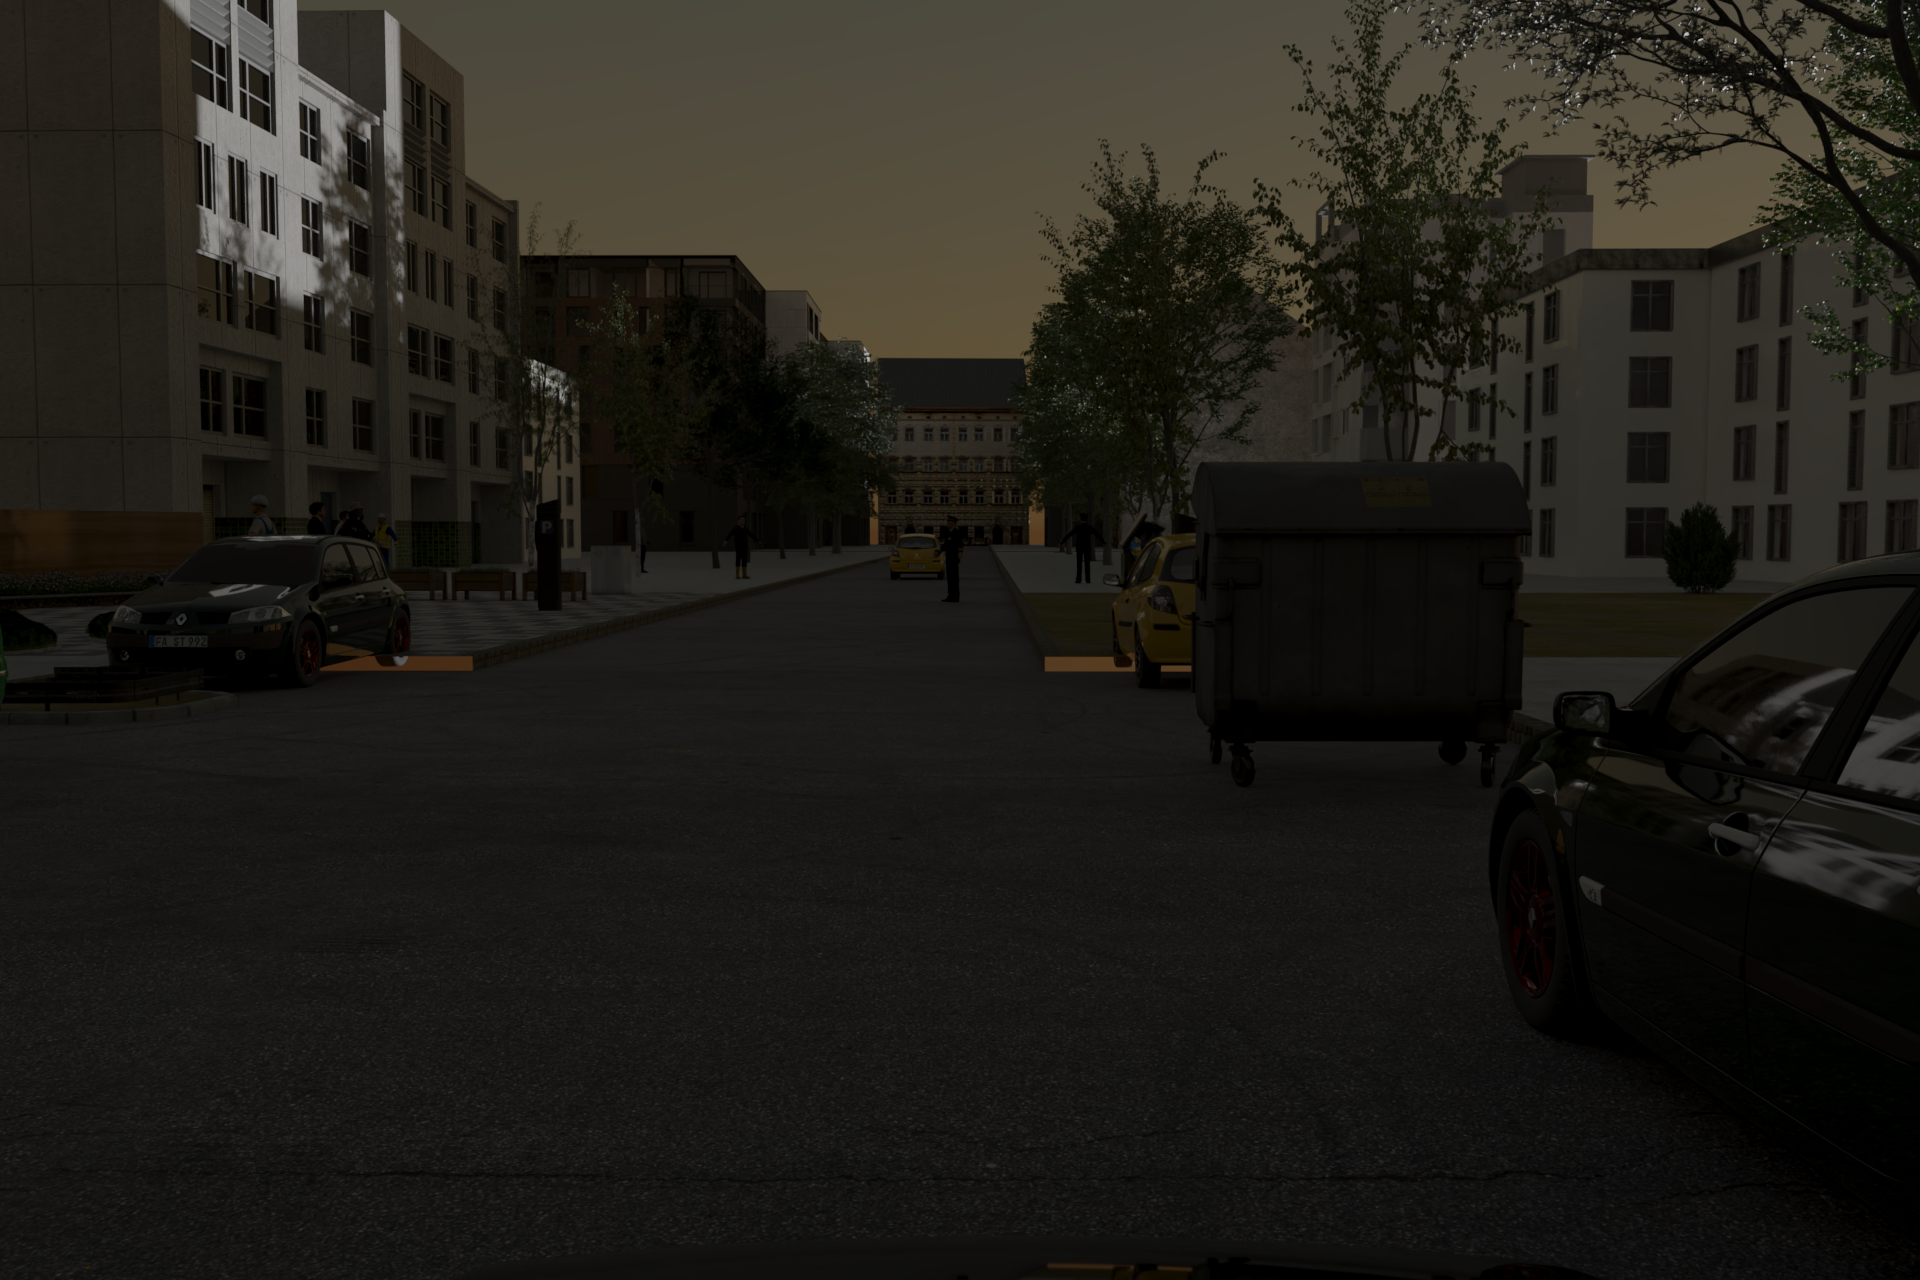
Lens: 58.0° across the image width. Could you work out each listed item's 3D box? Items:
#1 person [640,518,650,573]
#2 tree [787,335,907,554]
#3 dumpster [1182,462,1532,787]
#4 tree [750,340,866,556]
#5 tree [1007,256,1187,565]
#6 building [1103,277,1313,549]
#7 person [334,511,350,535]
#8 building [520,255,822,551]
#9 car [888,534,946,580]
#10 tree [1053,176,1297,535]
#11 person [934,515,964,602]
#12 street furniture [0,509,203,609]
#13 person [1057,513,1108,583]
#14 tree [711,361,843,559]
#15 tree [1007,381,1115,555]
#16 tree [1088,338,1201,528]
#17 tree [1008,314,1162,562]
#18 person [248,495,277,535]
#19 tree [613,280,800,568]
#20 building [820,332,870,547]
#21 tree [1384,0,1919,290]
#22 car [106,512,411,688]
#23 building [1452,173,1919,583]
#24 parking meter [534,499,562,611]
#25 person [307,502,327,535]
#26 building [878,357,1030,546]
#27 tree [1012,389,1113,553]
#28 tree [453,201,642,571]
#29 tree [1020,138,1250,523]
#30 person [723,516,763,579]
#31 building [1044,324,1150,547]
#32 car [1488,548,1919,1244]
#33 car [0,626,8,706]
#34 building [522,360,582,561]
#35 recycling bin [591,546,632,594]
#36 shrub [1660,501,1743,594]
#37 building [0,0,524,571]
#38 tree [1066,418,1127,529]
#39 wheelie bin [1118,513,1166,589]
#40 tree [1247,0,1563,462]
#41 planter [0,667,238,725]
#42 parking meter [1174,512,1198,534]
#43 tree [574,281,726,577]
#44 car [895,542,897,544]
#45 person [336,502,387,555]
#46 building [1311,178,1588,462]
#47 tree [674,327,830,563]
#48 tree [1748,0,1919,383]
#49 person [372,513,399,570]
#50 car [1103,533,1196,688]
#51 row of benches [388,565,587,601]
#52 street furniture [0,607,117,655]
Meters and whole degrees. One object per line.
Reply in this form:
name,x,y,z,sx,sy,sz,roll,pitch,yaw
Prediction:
person,-10.462,-3.122,57.174,0.705,1.813,1.348,-1,4,-20
tree,-8.049,-12.626,113.087,9.857,13.997,8.962,0,3,0
dumpster,2.306,-0.126,10.279,1.865,1.857,1.264,0,4,1
tree,-9.058,-11.219,101.559,7.486,12.596,7.792,0,3,0
tree,5.649,-9.318,70.480,7.486,12.596,7.792,0,3,0
building,22.979,-19.878,155.934,19.493,23.208,18.063,0,4,0
person,-13.851,-2.014,39.121,0.705,1.806,1.347,0,4,5
building,-26.775,-18.312,143.378,27.936,21.610,32.646,0,4,0
car,-1.336,-2.779,55.660,2.015,1.641,3.980,0,4,0
tree,6.279,-7.671,51.181,9.928,11.665,9.643,0,3,0
person,-0.184,-1.721,36.526,0.705,1.837,1.347,-2,4,-23
street furniture,-18.032,-1.529,31.856,11.010,1.723,9.812,1,4,22
person,3.207,-2.393,45.056,1.347,1.837,0.705,0,4,-4
tree,-9.419,-9.436,88.694,7.601,10.594,8.767,1,4,12
tree,6.480,-11.584,107.525,7.486,12.596,7.792,0,3,0
tree,6.368,-6.788,61.340,4.737,8.622,4.395,0,3,0
tree,6.093,-9.495,80.995,9.928,11.665,9.643,0,3,0
person,-10.073,-1.164,24.892,0.705,1.847,1.347,0,4,3
tree,-9.440,-7.948,64.369,7.601,10.594,8.767,0,4,-2
building,-24.498,-20.614,181.010,27.936,21.610,32.646,0,4,1
tree,8.027,-6.310,13.535,12.009,13.543,11.850,0,3,0
car,-6.905,-0.465,17.391,2.009,1.686,4.222,0,4,1
building,22.732,-6.665,51.122,9.099,9.664,28.070,0,4,1
parking meter,-6.889,-1.423,28.972,0.399,1.863,0.255,0,4,0
person,-10.464,-1.354,28.327,0.705,1.806,1.347,-2,4,-26
building,-1.118,-23.332,214.858,18.063,23.208,19.493,0,4,-2
tree,7.214,-11.864,119.726,9.928,11.665,9.643,0,3,0
tree,-9.902,-5.424,39.053,4.360,8.622,3.978,0,3,0
tree,3.477,-4.984,31.847,4.737,8.622,4.395,0,3,0
person,-6.245,-2.659,49.609,1.346,1.812,0.704,-3,5,-41
building,22.874,-20.850,184.878,27.936,21.610,32.646,0,4,1
car,2.474,0.368,3.770,2.009,1.686,4.222,0,4,1
car,-6.747,0.010,8.633,1.959,1.807,4.718,0,4,1
building,-25.014,-9.286,93.966,9.099,9.664,28.070,0,4,0
recycling bin,-7.469,-1.502,37.104,0.722,1.027,0.722,0,4,2
shrub,16.004,-2.018,37.410,1.690,2.028,1.600,0,3,0
building,-27.733,-11.783,59.107,16.747,18.905,31.486,0,4,2
tree,7.077,-8.595,90.892,4.737,8.622,4.395,0,3,0
wheelie bin,2.702,-1.084,25.635,0.693,1.594,0.980,0,4,-1
tree,5.969,-4.461,23.292,4.737,8.622,4.395,0,3,0
planter,-7.032,0.436,14.004,1.991,0.319,1.994,0,4,0
parking meter,2.661,-0.714,20.089,0.372,1.533,0.369,0,3,0
tree,-9.315,-6.166,51.183,4.737,8.622,4.395,0,3,0
car,-2.083,-4.458,84.684,2.131,1.459,4.920,0,4,1
person,-10.788,-1.544,31.023,0.705,1.856,1.354,1,4,20
building,25.393,-14.819,98.714,16.016,20.090,11.380,0,4,1
tree,-9.208,-8.741,77.324,7.601,10.594,8.767,-2,4,-34
tree,16.613,-6.249,27.920,9.928,11.665,9.643,0,3,0
person,-15.465,-2.467,46.305,1.349,1.833,0.705,2,4,28
car,2.495,-0.446,17.514,2.015,1.641,3.980,0,4,0
row of benches,-9.324,-1.112,33.651,4.104,0.672,1.422,1,4,9
street furniture,-13.309,-0.298,20.501,10.072,0.657,5.734,0,4,2
